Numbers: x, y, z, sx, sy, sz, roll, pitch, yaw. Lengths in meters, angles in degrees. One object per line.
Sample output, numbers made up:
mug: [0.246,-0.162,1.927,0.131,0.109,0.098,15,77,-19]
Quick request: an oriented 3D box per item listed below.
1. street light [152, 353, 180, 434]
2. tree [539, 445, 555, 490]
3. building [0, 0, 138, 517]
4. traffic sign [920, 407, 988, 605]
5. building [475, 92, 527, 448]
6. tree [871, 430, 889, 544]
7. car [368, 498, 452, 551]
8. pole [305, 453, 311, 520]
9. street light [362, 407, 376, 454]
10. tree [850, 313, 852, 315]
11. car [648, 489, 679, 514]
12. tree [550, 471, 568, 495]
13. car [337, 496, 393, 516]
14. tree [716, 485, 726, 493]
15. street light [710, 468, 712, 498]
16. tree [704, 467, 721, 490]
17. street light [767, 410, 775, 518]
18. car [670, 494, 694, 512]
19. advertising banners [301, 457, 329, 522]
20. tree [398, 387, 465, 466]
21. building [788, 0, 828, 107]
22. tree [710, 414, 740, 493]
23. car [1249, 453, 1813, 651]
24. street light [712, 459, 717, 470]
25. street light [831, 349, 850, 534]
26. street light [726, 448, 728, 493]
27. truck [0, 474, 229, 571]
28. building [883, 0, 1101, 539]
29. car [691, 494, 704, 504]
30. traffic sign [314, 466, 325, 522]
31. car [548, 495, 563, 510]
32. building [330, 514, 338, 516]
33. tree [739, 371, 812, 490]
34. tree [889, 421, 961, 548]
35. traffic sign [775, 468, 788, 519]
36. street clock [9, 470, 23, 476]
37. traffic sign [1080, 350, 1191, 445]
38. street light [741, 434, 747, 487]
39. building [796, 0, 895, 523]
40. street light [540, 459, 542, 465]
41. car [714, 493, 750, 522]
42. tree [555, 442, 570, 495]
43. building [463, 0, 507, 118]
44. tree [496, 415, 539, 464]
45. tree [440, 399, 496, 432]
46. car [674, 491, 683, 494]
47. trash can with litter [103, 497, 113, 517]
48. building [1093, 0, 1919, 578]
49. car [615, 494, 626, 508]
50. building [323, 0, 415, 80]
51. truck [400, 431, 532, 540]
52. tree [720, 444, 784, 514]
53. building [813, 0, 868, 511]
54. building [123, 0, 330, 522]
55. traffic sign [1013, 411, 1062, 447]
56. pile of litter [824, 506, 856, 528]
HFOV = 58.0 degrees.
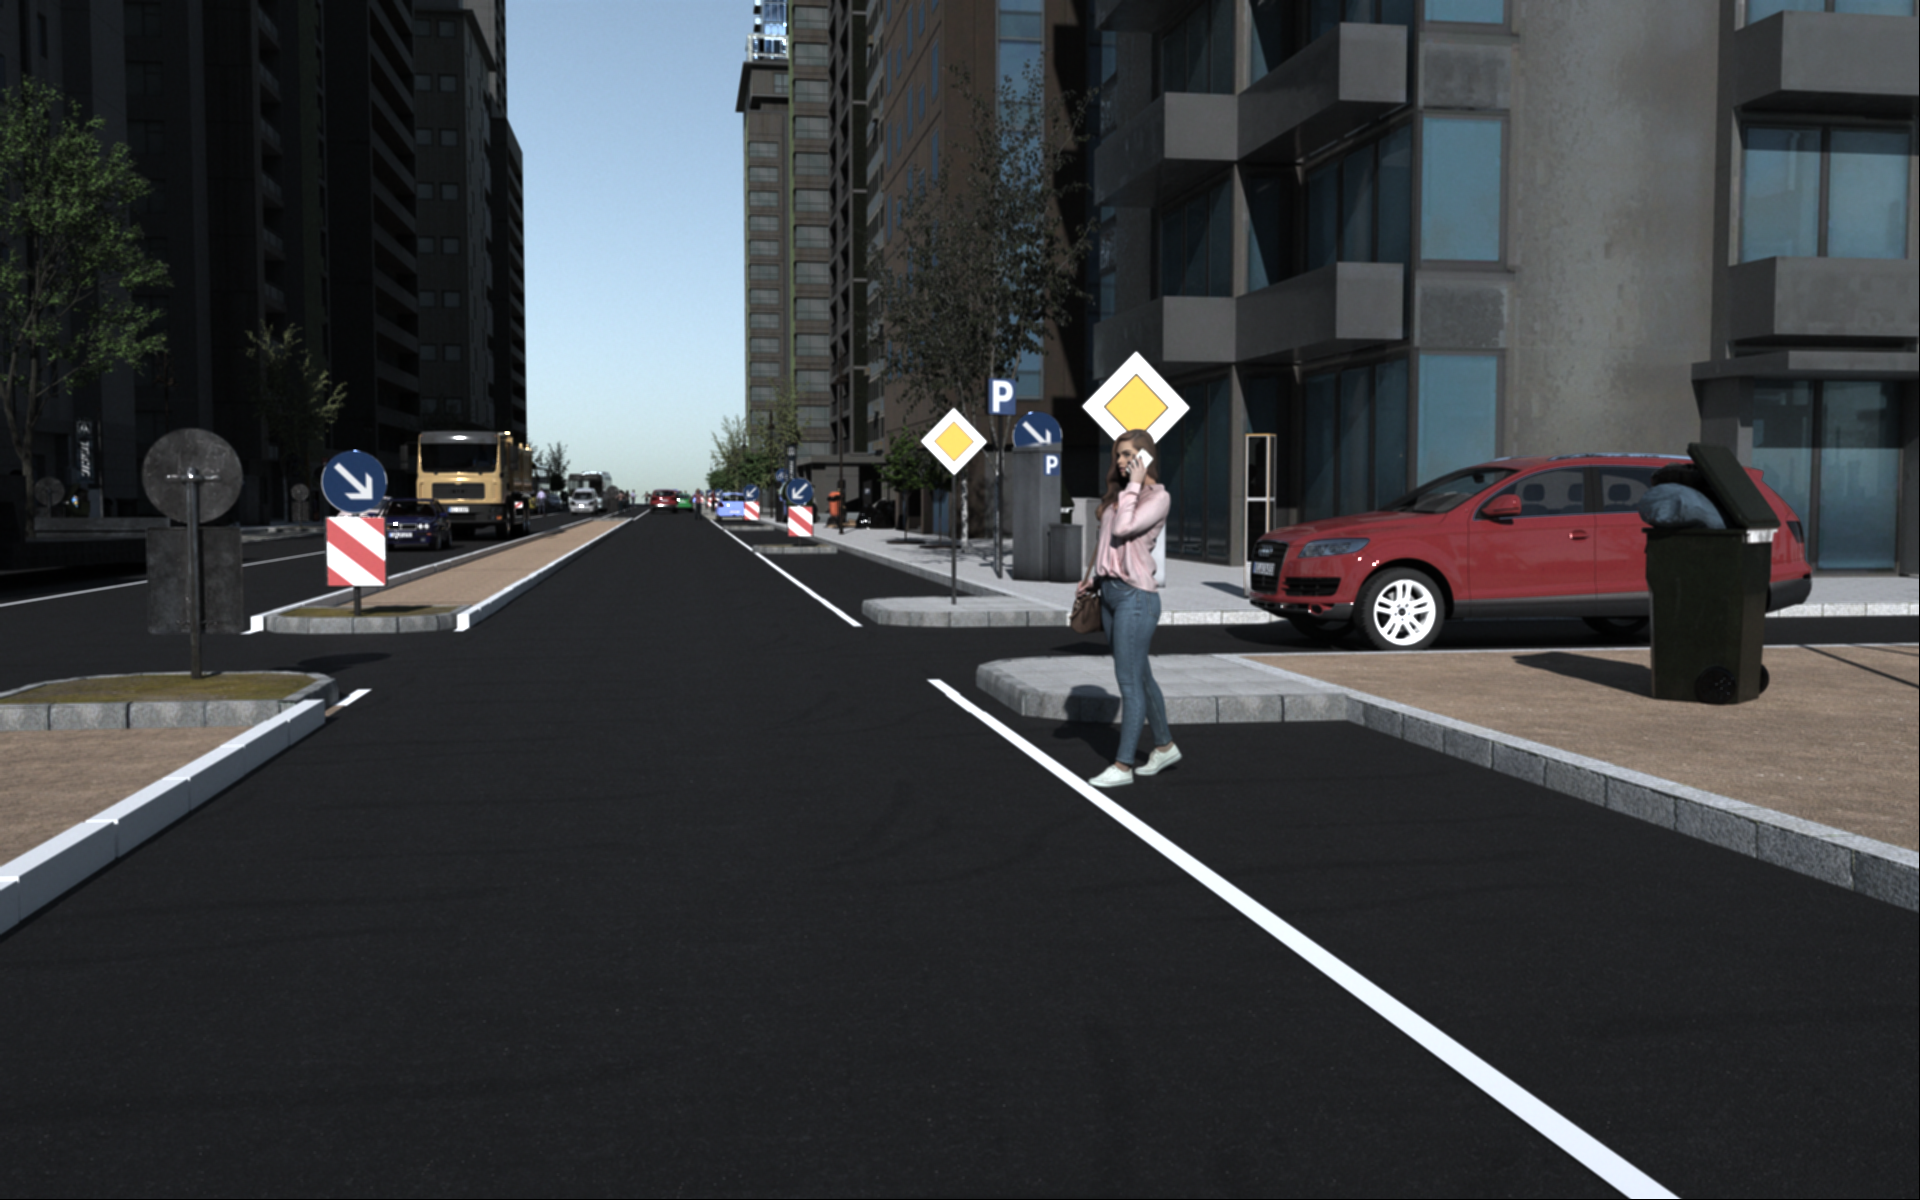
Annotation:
street light: [-25.504,-5.075,55.757,0.468,5.910,1.993,-1,4,-9]
tree: [-47.649,-14.543,188.146,4.737,8.622,4.395,0,3,0]
building: [-40.584,-31.146,51.239,21.231,58.520,28.212,-1,4,-9]
traffic sign: [-0.074,-1.003,20.046,0.795,2.450,0.064,-1,4,-9]
building: [-64.984,-35.955,211.558,21.300,48.544,21.600,-1,4,-9]
tree: [-1.526,-3.073,44.847,1.663,3.219,1.824,0,3,0]
car: [-14.113,-1.952,44.491,1.945,1.354,3.894,-1,4,-10]
pole: [-31.721,-5.528,84.227,0.158,3.312,0.155,0,3,0]
street light: [-31.584,-7.331,92.653,0.468,5.910,1.993,-1,4,-9]
tree: [-0.132,-5.342,37.697,4.360,8.622,3.978,0,3,0]
car: [-22.013,-7.336,128.621,2.281,1.827,5.304,-1,4,-11]
tree: [-56.915,-15.909,243.824,4.285,4.588,4.351,0,3,0]
car: [-20.402,-2.913,59.996,2.083,1.381,4.827,-1,4,-11]
tree: [-27.489,-12.612,200.813,1.663,3.219,1.824,0,3,0]
street light: [-36.149,-17.061,251.736,0.468,5.910,1.993,-1,4,-9]
tree: [-24.324,-12.167,182.642,4.285,4.588,4.351,0,3,0]
street light: [-10.200,-7.391,93.635,0.468,5.910,1.993,-1,4,-9]
car: [-22.206,-7.907,138.079,1.959,1.807,4.718,-1,4,-11]
advertising banners: [-30.287,-5.206,81.303,0.090,3.025,2.074,1,4,19]
tree: [-36.185,-10.296,118.699,4.360,8.622,3.978,0,3,0]
building: [-5.804,-27.261,129.310,14.154,41.232,14.086,-1,4,-9]
tree: [-20.615,-12.712,158.203,4.737,8.622,4.395,0,3,0]
car: [5.390,-0.483,16.576,5.304,1.827,2.281,-1,4,-10]
street light: [-30.038,-14.748,213.913,0.468,5.910,1.993,-1,4,-9]
street light: [-3.794,-5.042,55.221,0.468,5.910,1.993,-1,4,-9]
street light: [-22.662,-12.002,169.025,0.468,5.910,1.993,-1,4,-9]
truck: [-15.398,-2.289,27.192,2.967,4.110,18.799,0,4,-8]
building: [5.210,-24.814,55.815,14.600,45.320,14.200,-1,4,-9]
car: [-36.506,-14.139,240.757,1.945,1.707,3.694,0,4,-8]
traffic sign: [-29.335,-4.866,79.661,0.768,2.556,0.104,0,4,-1]
car: [-36.062,-8.581,152.661,2.083,1.381,4.827,-1,4,-10]
building: [-45.697,-40.397,98.747,20.563,71.187,20.611,-1,4,-9]
tree: [-10.743,-9.394,103.955,4.737,8.622,4.395,0,3,0]
tree: [-0.404,-2.865,41.447,1.663,3.219,1.824,0,3,0]
traffic sign: [-8.666,-5.189,84.946,0.768,2.556,0.104,0,4,-3]
street clock: [-27.976,-2.870,51.503,0.471,2.002,0.358,0,4,6]
traffic sign: [1.225,-0.521,12.167,0.795,2.450,0.064,-1,4,-9]
street light: [-16.266,-9.657,130.687,0.468,5.910,1.993,-1,4,-9]
building: [8.295,-24.045,85.012,32.217,40.220,23.993,-1,4,-9]
street light: [-51.386,-14.661,212.490,0.468,5.910,1.993,-1,4,-9]
car: [-12.056,-5.025,91.745,1.945,1.707,3.694,-1,4,-10]
tree: [-55.825,-17.654,239.003,4.737,8.622,4.395,0,3,0]
building: [-68.950,-48.521,231.565,20.563,71.187,20.611,-1,4,-9]
tree: [-42.730,-12.891,161.134,4.737,8.622,4.395,0,3,0]
tree: [-39.109,-11.338,135.735,4.737,8.622,4.395,0,3,0]
car: [-32.308,-11.511,196.874,2.281,1.827,5.304,0,4,-8]
trash can with litter: [-29.815,-2.993,60.315,0.624,1.170,1.055,-1,4,-21]
building: [17.775,-25.464,35.941,30.456,49.044,23.786,-1,4,-9]
car: [-36.036,-10.575,182.685,2.009,1.686,4.222,0,4,-8]
building: [-50.346,-30.388,120.540,21.300,48.544,21.600,-1,4,-9]
truck: [-15.553,-3.657,55.710,3.469,3.379,9.791,0,4,-8]
tree: [-12.836,-7.840,111.899,4.285,4.588,4.351,0,3,0]
building: [0.324,-41.199,111.854,20.563,71.187,20.611,-1,4,-9]
building: [-38.808,-24.339,81.544,14.154,41.232,14.086,-1,4,-9]
traffic sign: [1.191,-1.633,26.808,0.768,2.556,0.104,0,4,-3]
pile of litter: [-4.437,-3.225,66.694,1.719,0.858,1.176,-1,4,-10]
